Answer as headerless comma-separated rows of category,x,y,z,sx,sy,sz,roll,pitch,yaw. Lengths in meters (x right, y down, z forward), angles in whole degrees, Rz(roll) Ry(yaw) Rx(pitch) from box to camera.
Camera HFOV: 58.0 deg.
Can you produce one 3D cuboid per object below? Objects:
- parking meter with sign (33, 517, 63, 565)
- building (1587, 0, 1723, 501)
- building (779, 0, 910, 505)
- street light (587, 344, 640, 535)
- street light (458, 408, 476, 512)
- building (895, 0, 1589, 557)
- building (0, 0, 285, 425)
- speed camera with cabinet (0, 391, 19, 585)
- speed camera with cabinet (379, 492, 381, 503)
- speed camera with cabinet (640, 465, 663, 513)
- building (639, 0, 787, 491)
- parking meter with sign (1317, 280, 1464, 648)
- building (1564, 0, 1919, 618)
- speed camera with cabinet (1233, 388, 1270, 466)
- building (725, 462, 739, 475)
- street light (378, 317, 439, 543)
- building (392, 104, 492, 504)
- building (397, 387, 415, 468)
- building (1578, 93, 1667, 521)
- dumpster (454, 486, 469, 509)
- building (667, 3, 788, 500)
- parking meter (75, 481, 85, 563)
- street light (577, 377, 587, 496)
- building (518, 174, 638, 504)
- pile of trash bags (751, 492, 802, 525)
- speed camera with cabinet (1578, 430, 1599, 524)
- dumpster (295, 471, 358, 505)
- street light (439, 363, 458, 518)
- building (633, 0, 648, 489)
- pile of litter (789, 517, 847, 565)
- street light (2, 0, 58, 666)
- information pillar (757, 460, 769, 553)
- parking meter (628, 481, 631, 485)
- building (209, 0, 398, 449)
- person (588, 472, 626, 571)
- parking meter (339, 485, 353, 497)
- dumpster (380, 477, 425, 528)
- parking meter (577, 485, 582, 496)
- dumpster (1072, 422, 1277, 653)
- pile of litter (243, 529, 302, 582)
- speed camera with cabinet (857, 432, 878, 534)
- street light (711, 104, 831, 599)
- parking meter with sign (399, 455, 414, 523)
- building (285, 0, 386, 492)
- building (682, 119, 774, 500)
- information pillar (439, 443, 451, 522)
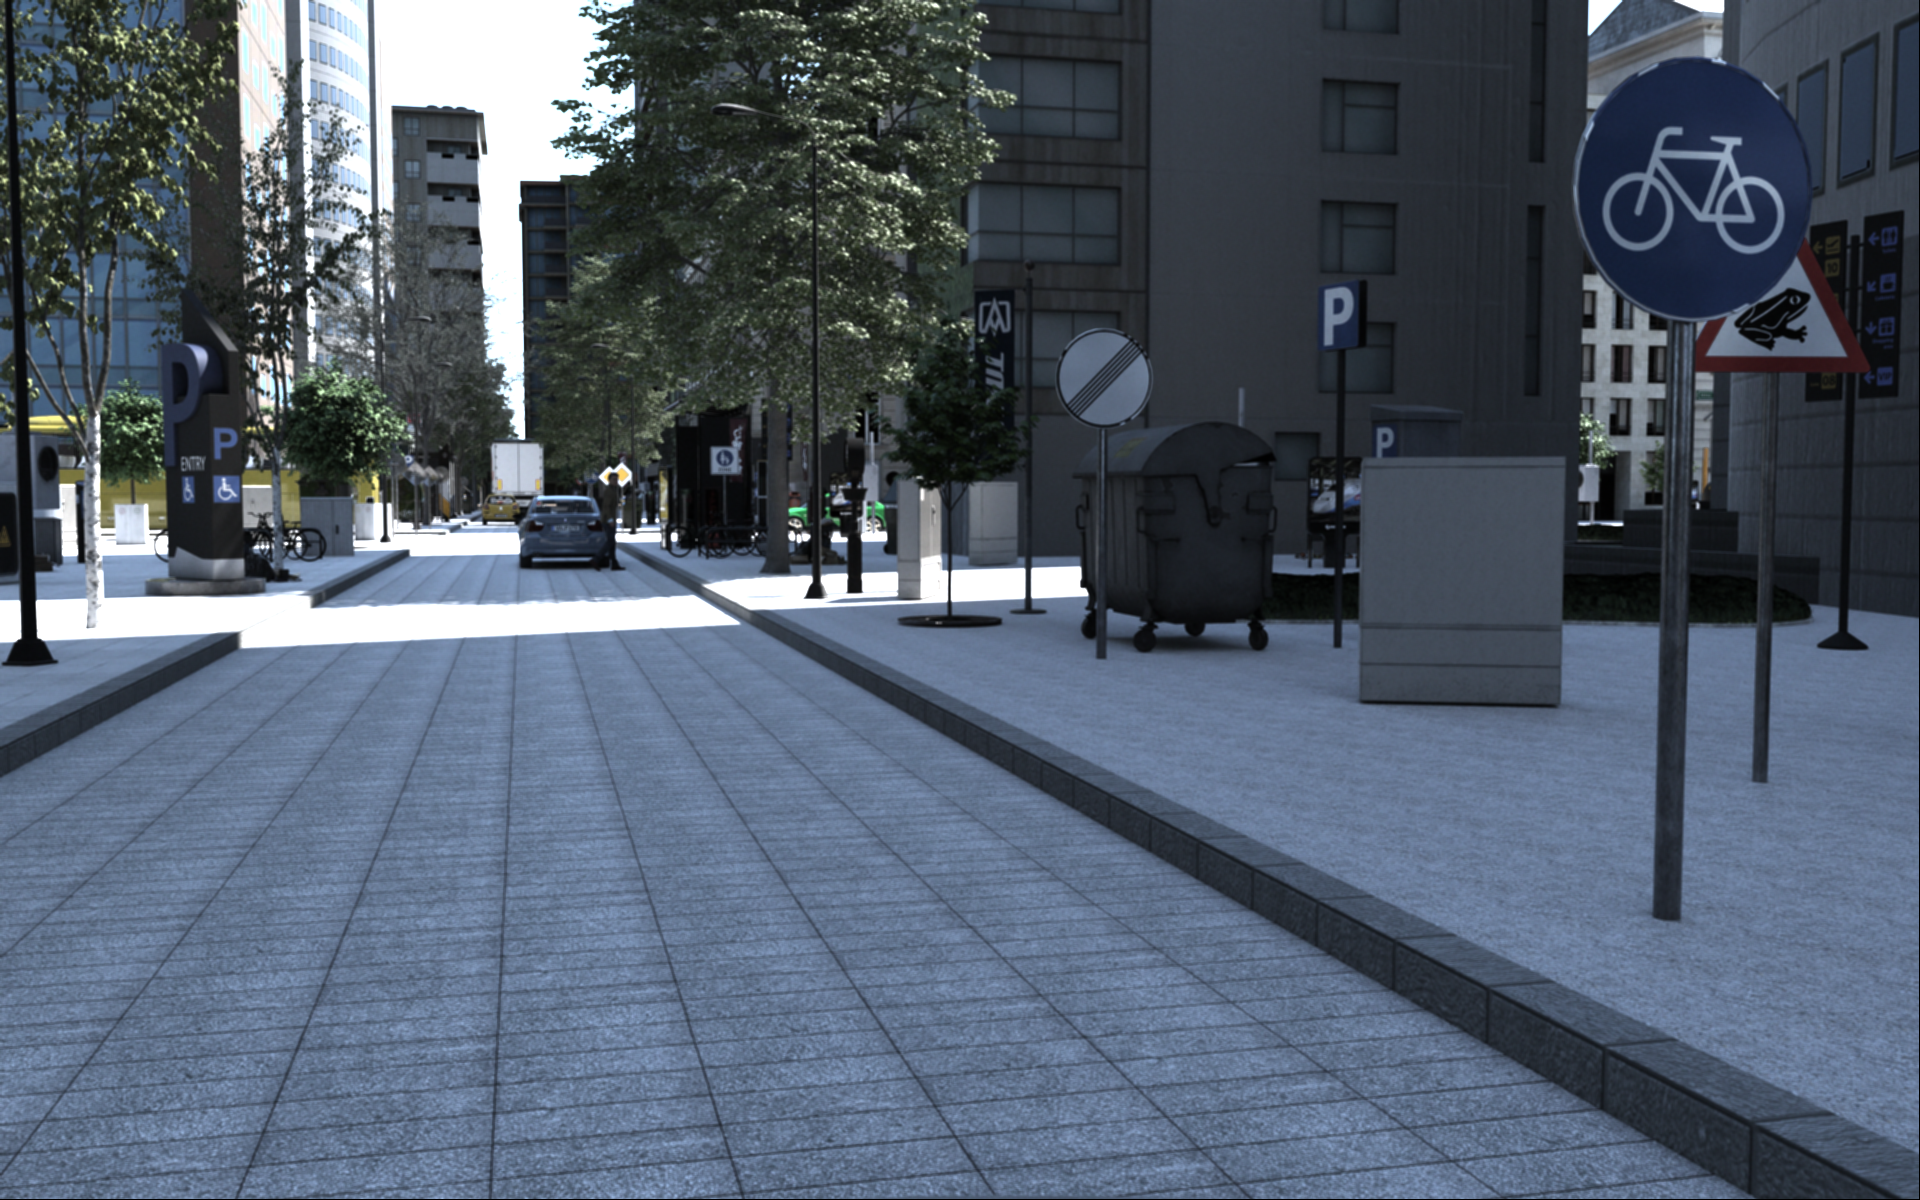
parking meter with sign,-17.124,-2.131,31.103,1.738,3.016,0.543,0,4,-8
building,44.296,-18.557,90.792,23.554,28.519,14.401,-1,4,-14
building,4.653,-17.268,79.602,25.104,27.353,12.463,-1,4,-14
street light,-10.732,-4.976,53.899,1.470,5.913,1.316,-1,4,-14
street light,-26.859,-7.410,93.690,1.470,5.913,1.316,-1,4,-14
building,5.406,-21.927,42.098,14.154,41.232,14.086,-1,4,-14
building,-35.810,-25.721,70.652,14.600,45.320,14.200,-1,4,-14
speed camera with cabinet,-13.781,-1.875,24.987,0.660,3.252,2.038,0,3,0
speed camera with cabinet,-41.943,-8.042,125.830,2.038,3.252,0.660,-2,4,-30
speed camera with cabinet,-20.815,-7.568,118.079,0.660,3.252,2.038,-3,5,-39
building,-19.069,-33.175,166.111,21.300,48.544,21.600,-1,4,-14
parking meter with sign,3.902,-1.130,14.729,1.738,3.016,0.543,-2,4,-25
building,20.574,-28.953,15.379,21.231,58.520,28.212,-1,4,-14
speed camera with cabinet,5.036,-2.281,31.634,0.660,3.252,2.038,2,4,32
building,-24.452,-28.527,238.121,14.107,30.474,14.160,-1,4,-14
street light,-14.555,-4.458,45.437,1.470,5.913,1.316,-1,4,-14
building,-75.272,-39.368,232.911,27.495,52.752,28.713,-1,4,-14
building,-74.446,-53.112,181.054,31.000,86.520,22.319,-1,4,-14
building,24.989,-14.081,84.974,16.860,20.320,10.420,-1,4,-14
dumpster,-35.808,-7.236,124.073,1.264,1.857,1.865,-1,4,-14
building,-17.876,-28.402,147.964,14.154,41.232,14.086,-1,4,-14
parking meter,-16.270,-1.461,32.304,0.372,1.533,0.369,0,3,0
street light,-14.518,-5.904,69.072,1.470,5.913,1.316,-1,4,-14
building,-46.730,-35.554,235.930,28.867,44.769,22.147,-1,4,-14
pile of trash bags,-8.104,-3.709,70.389,3.447,1.369,1.912,-2,4,-24
speed camera with cabinet,19.165,-3.672,54.367,0.660,3.252,2.038,-1,4,-18
dumpster,-17.576,-2.786,48.050,1.502,2.255,1.985,-1,4,-14
street light,-18.683,-5.428,61.296,1.470,5.913,1.316,-1,4,-14
building,-24.959,-39.631,189.962,21.231,58.520,28.212,-1,4,-14
pile of litter,-2.648,-1.088,31.758,1.719,0.858,1.176,3,5,43
street light,-6.491,-2.475,13.015,1.470,5.913,1.316,-1,4,-14
information pillar,-4.190,-2.026,37.625,0.304,2.012,0.304,2,4,34
parking meter,-15.022,-4.447,78.426,0.255,1.863,0.399,-1,4,-9
building,-61.346,-31.449,164.297,14.600,45.320,14.200,-1,4,-14
person,-6.559,-1.464,32.340,0.656,1.842,0.836,3,5,45
parking meter,-16.510,-2.332,46.546,0.372,1.533,0.369,0,3,0
dumpster,-20.747,-3.791,64.483,1.502,2.255,1.985,-1,4,-14
parking meter,-25.583,-6.789,116.705,0.255,1.863,0.399,1,4,18
dumpster,1.822,-0.551,14.764,1.264,1.857,1.865,-1,4,-14
pile of litter,-10.542,-0.712,25.605,1.719,0.858,1.176,2,4,31
speed camera with cabinet,-3.244,-3.748,55.620,0.660,3.252,2.038,-2,4,-23
street light,-2.280,-2.959,20.927,1.470,5.913,1.316,-1,4,-14
parking meter with sign,-24.989,-4.987,77.800,0.543,3.016,1.738,-2,4,-31
building,-59.501,-36.687,141.836,21.231,58.520,28.212,-1,4,-14
building,-8.754,-20.880,117.808,17.030,29.872,44.131,-1,4,-14
information pillar,-23.692,-5.397,79.595,0.504,3.616,0.183,1,4,14
